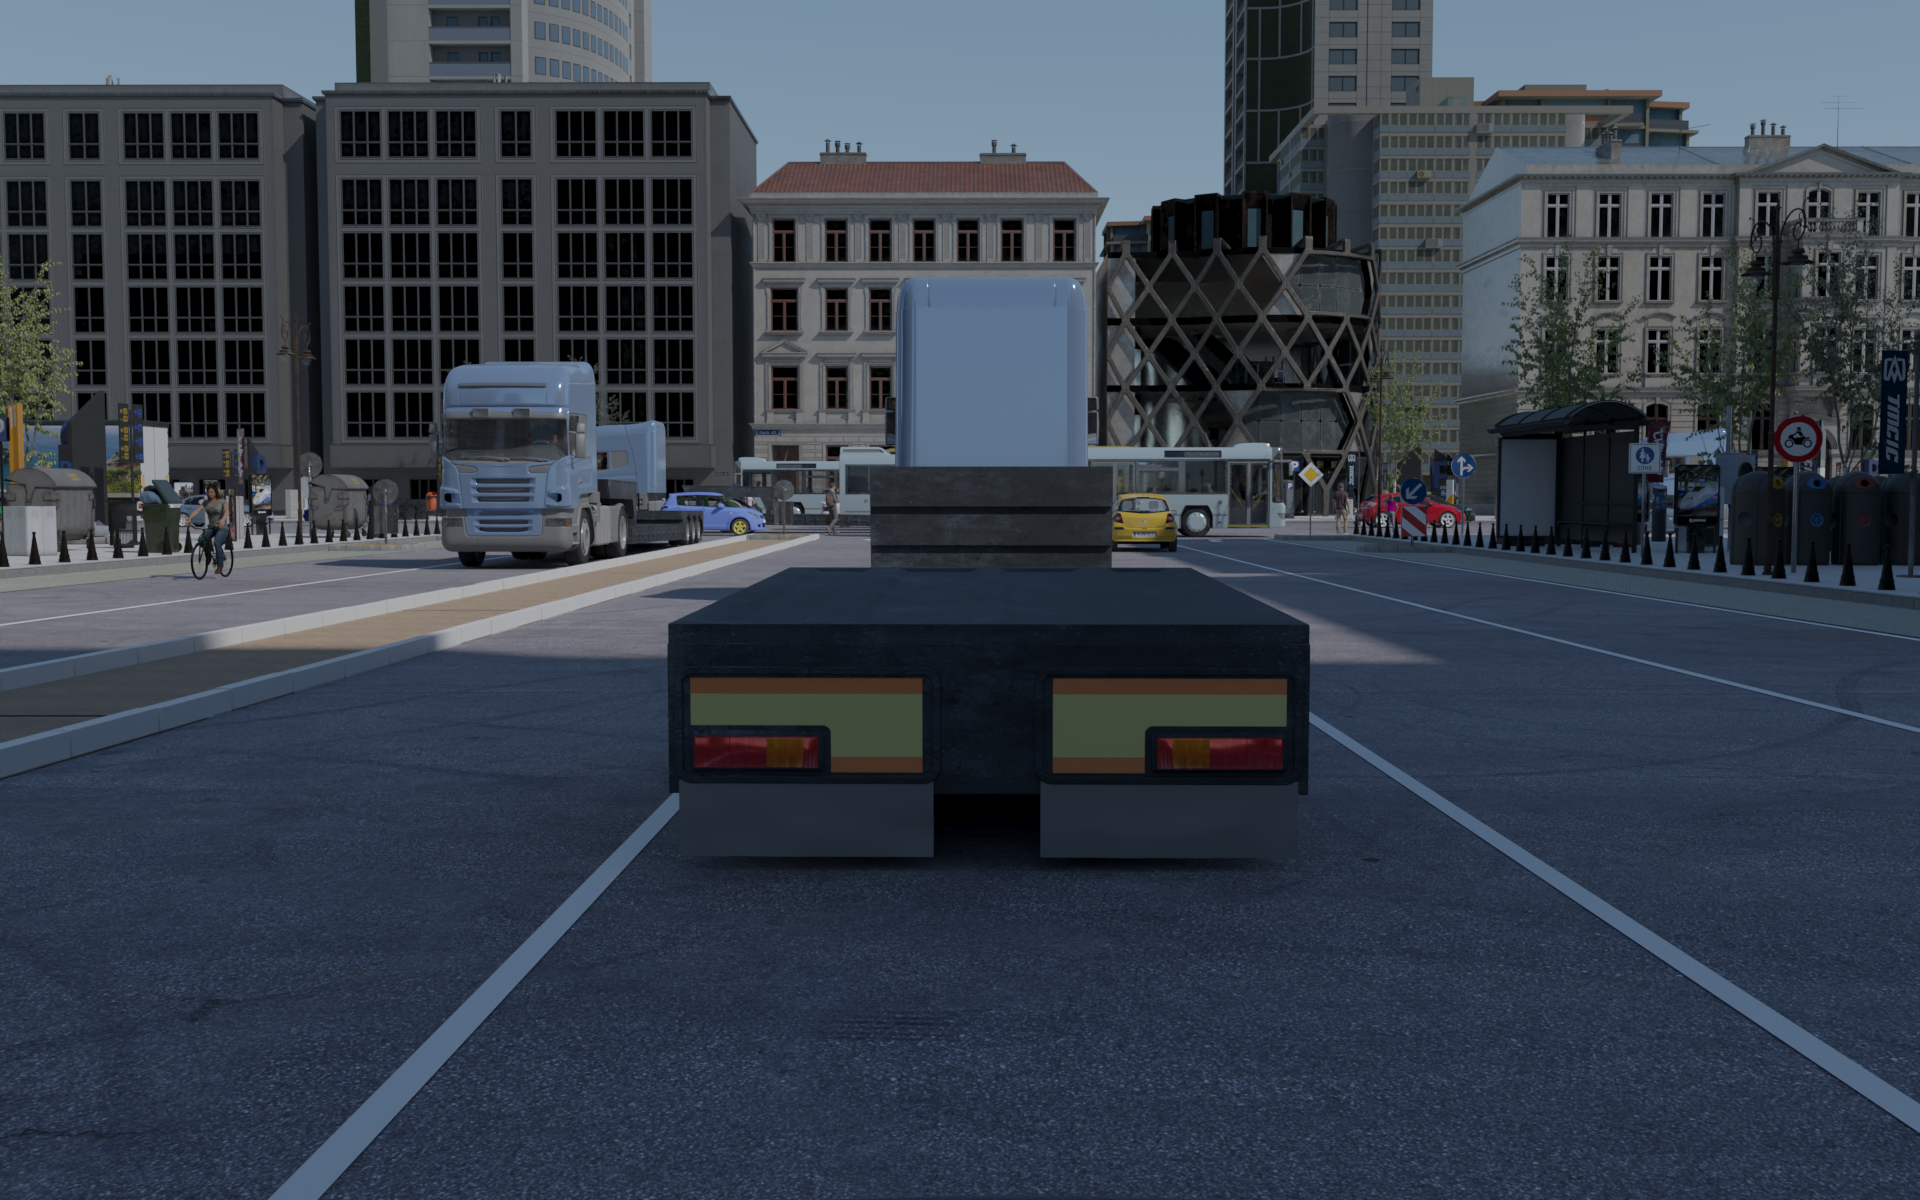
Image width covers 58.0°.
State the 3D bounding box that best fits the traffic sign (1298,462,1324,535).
[{"bbox_3d":[10.973,-3.094,54.222,0.795,2.450,0.064,0,4,0],"label":"traffic sign"}]

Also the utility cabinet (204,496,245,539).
[{"bbox_3d":[-20.865,-2.322,49.119,1.020,1.237,0.306,-2,4,-26],"label":"utility cabinet"}]

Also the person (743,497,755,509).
[{"bbox_3d":[-8.542,-3.708,69.963,0.563,1.720,0.643,-2,4,-30],"label":"person"}]

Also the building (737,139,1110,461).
[{"bbox_3d":[-2.027,-16.413,104.501,21.152,22.565,11.583,0,4,0],"label":"building"}]

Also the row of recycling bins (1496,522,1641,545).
[{"bbox_3d":[15.529,-2.269,44.218,3.534,1.692,1.069,0,4,5],"label":"row of recycling bins"}]

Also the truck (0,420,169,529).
[{"bbox_3d":[-36.502,-4.751,66.591,11.283,4.237,2.839,0,4,1],"label":"truck"}]

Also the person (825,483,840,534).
[{"bbox_3d":[-4.559,-3.245,61.522,0.622,1.834,0.822,3,5,41],"label":"person"}]

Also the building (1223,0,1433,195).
[{"bbox_3d":[37.988,-45.814,187.317,20.563,71.187,20.611,0,4,0],"label":"building"}]

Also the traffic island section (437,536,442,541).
[{"bbox_3d":[-15.044,-1.969,54.472,2.009,0.180,2.903,0,4,0],"label":"traffic island section"}]

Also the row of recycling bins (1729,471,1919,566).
[{"bbox_3d":[15.758,-1.483,31.359,3.534,1.692,1.069,0,3,0],"label":"row of recycling bins"}]

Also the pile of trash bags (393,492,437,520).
[{"bbox_3d":[-27.381,-4.704,86.657,1.912,1.369,3.447,1,4,22],"label":"pile of trash bags"}]

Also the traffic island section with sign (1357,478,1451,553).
[{"bbox_3d":[10.927,-2.095,42.888,1.989,1.847,2.006,0,4,0],"label":"traffic island section with sign"}]

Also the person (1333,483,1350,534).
[{"bbox_3d":[13.250,-3.146,60.065,0.598,1.807,0.434,3,5,44],"label":"person"}]

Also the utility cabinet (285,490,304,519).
[{"bbox_3d":[-34.366,-4.941,89.471,0.318,1.500,1.173,1,4,11],"label":"utility cabinet"}]

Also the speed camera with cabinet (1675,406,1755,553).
[{"bbox_3d":[16.754,-2.694,38.381,2.038,3.252,0.660,-2,4,-32],"label":"speed camera with cabinet"}]

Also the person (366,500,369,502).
[{"bbox_3d":[-25.852,-4.093,76.122,0.576,1.737,0.504,3,4,36],"label":"person"}]

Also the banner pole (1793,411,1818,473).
[{"bbox_3d":[25.377,-3.802,52.180,0.863,3.779,0.401,2,4,27],"label":"banner pole"}]

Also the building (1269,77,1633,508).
[{"bbox_3d":[43.804,-28.995,165.953,32.217,40.220,23.993,0,4,0],"label":"building"}]

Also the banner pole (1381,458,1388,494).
[{"bbox_3d":[29.637,-8.024,121.203,0.401,3.779,0.863,-2,4,-27],"label":"banner pole"}]

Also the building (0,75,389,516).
[{"bbox_3d":[-49.746,-19.108,105.926,24.014,27.812,14.314,0,4,0],"label":"building"}]

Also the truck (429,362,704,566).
[{"bbox_3d":[-8.636,-3.142,41.122,2.967,4.110,18.799,0,4,0],"label":"truck"}]

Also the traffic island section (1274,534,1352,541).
[{"bbox_3d":[10.997,-1.958,54.299,2.009,0.180,2.903,0,4,0],"label":"traffic island section"}]

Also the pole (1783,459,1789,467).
[{"bbox_3d":[25.544,-3.656,53.612,0.158,3.312,0.155,0,3,0],"label":"pole"}]

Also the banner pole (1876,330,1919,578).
[{"bbox_3d":[14.434,-2.235,26.558,0.863,3.779,0.401,-1,4,-10],"label":"banner pole"}]

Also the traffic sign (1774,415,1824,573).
[{"bbox_3d":[13.579,-1.714,28.137,0.768,2.556,0.104,1,4,9],"label":"traffic sign"}]

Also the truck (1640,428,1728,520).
[{"bbox_3d":[37.006,-5.031,72.010,18.799,4.110,2.967,0,4,-1],"label":"truck"}]

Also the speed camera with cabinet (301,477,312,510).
[{"bbox_3d":[-35.041,-6.023,92.809,0.660,3.252,2.038,-1,4,-16],"label":"speed camera with cabinet"}]

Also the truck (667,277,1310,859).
[{"bbox_3d":[0.281,-1.592,15.783,2.967,4.110,18.799,0,4,1],"label":"truck"}]

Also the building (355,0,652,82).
[{"bbox_3d":[-41.841,-37.968,162.768,21.231,58.520,28.212,0,4,0],"label":"building"}]

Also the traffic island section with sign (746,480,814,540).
[{"bbox_3d":[-5.626,-2.845,54.645,2.006,1.907,1.989,0,4,0],"label":"traffic island section with sign"}]

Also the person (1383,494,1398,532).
[{"bbox_3d":[15.980,-3.223,64.430,0.726,1.435,0.776,0,4,-2],"label":"person"}]

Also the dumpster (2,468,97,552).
[{"bbox_3d":[-20.371,-2.020,38.782,1.264,1.857,1.865,0,4,0],"label":"dumpster"}]

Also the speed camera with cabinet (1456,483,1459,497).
[{"bbox_3d":[42.840,-9.401,148.042,0.660,3.252,2.038,3,4,37],"label":"speed camera with cabinet"}]

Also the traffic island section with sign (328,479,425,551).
[{"bbox_3d":[-14.779,-2.172,44.138,1.989,1.847,2.006,0,4,0],"label":"traffic island section with sign"}]

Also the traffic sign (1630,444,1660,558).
[{"bbox_3d":[13.773,-2.004,34.901,0.606,2.300,0.079,0,4,8],"label":"traffic sign"}]

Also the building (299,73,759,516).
[{"bbox_3d":[-25.056,-19.074,105.361,24.014,27.812,14.314,0,4,0],"label":"building"}]

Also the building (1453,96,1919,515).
[{"bbox_3d":[49.145,-17.475,104.798,34.723,24.649,14.460,0,4,0],"label":"building"}]

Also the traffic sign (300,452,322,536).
[{"bbox_3d":[-19.781,-3.216,52.695,0.768,2.556,0.104,0,4,2],"label":"traffic sign"}]

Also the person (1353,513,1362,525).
[{"bbox_3d":[18.436,-3.748,80.258,0.357,0.543,0.381,-1,4,-22],"label":"person"}]

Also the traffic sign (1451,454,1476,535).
[{"bbox_3d":[15.898,-3.342,54.749,0.768,2.556,0.104,0,4,7],"label":"traffic sign"}]

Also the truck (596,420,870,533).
[{"bbox_3d":[-5.374,-4.554,64.209,18.799,4.110,2.967,0,4,-1],"label":"truck"}]

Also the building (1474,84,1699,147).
[{"bbox_3d":[63.998,-32.635,188.208,28.867,44.769,22.147,0,4,0],"label":"building"}]

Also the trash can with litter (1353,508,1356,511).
[{"bbox_3d":[29.253,-7.229,129.588,0.624,1.170,1.055,-2,4,-29],"label":"trash can with litter"}]

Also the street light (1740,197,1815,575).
[{"bbox_3d":[12.818,-3.335,27.311,0.468,5.910,1.993,0,4,0],"label":"street light"}]

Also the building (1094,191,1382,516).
[{"bbox_3d":[16.967,-14.624,106.557,16.811,18.784,16.820,0,4,0],"label":"building"}]

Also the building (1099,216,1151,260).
[{"bbox_3d":[34.820,-37.497,267.703,28.867,44.769,22.147,0,4,0],"label":"building"}]

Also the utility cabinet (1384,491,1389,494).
[{"bbox_3d":[36.054,-8.437,146.618,0.318,1.500,1.173,1,4,9],"label":"utility cabinet"}]

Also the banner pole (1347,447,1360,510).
[{"bbox_3d":[20.971,-6.244,92.098,0.863,3.779,0.401,0,4,-3],"label":"banner pole"}]

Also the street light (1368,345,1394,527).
[{"bbox_3d":[13.054,-4.955,53.808,0.468,5.910,1.993,0,4,0],"label":"street light"}]

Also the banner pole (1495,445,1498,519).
[{"bbox_3d":[27.354,-5.968,87.599,0.863,3.779,0.401,2,4,30],"label":"banner pole"}]

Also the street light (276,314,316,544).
[{"bbox_3d":[-17.062,-4.395,44.643,0.468,5.910,1.993,0,4,0],"label":"street light"}]
